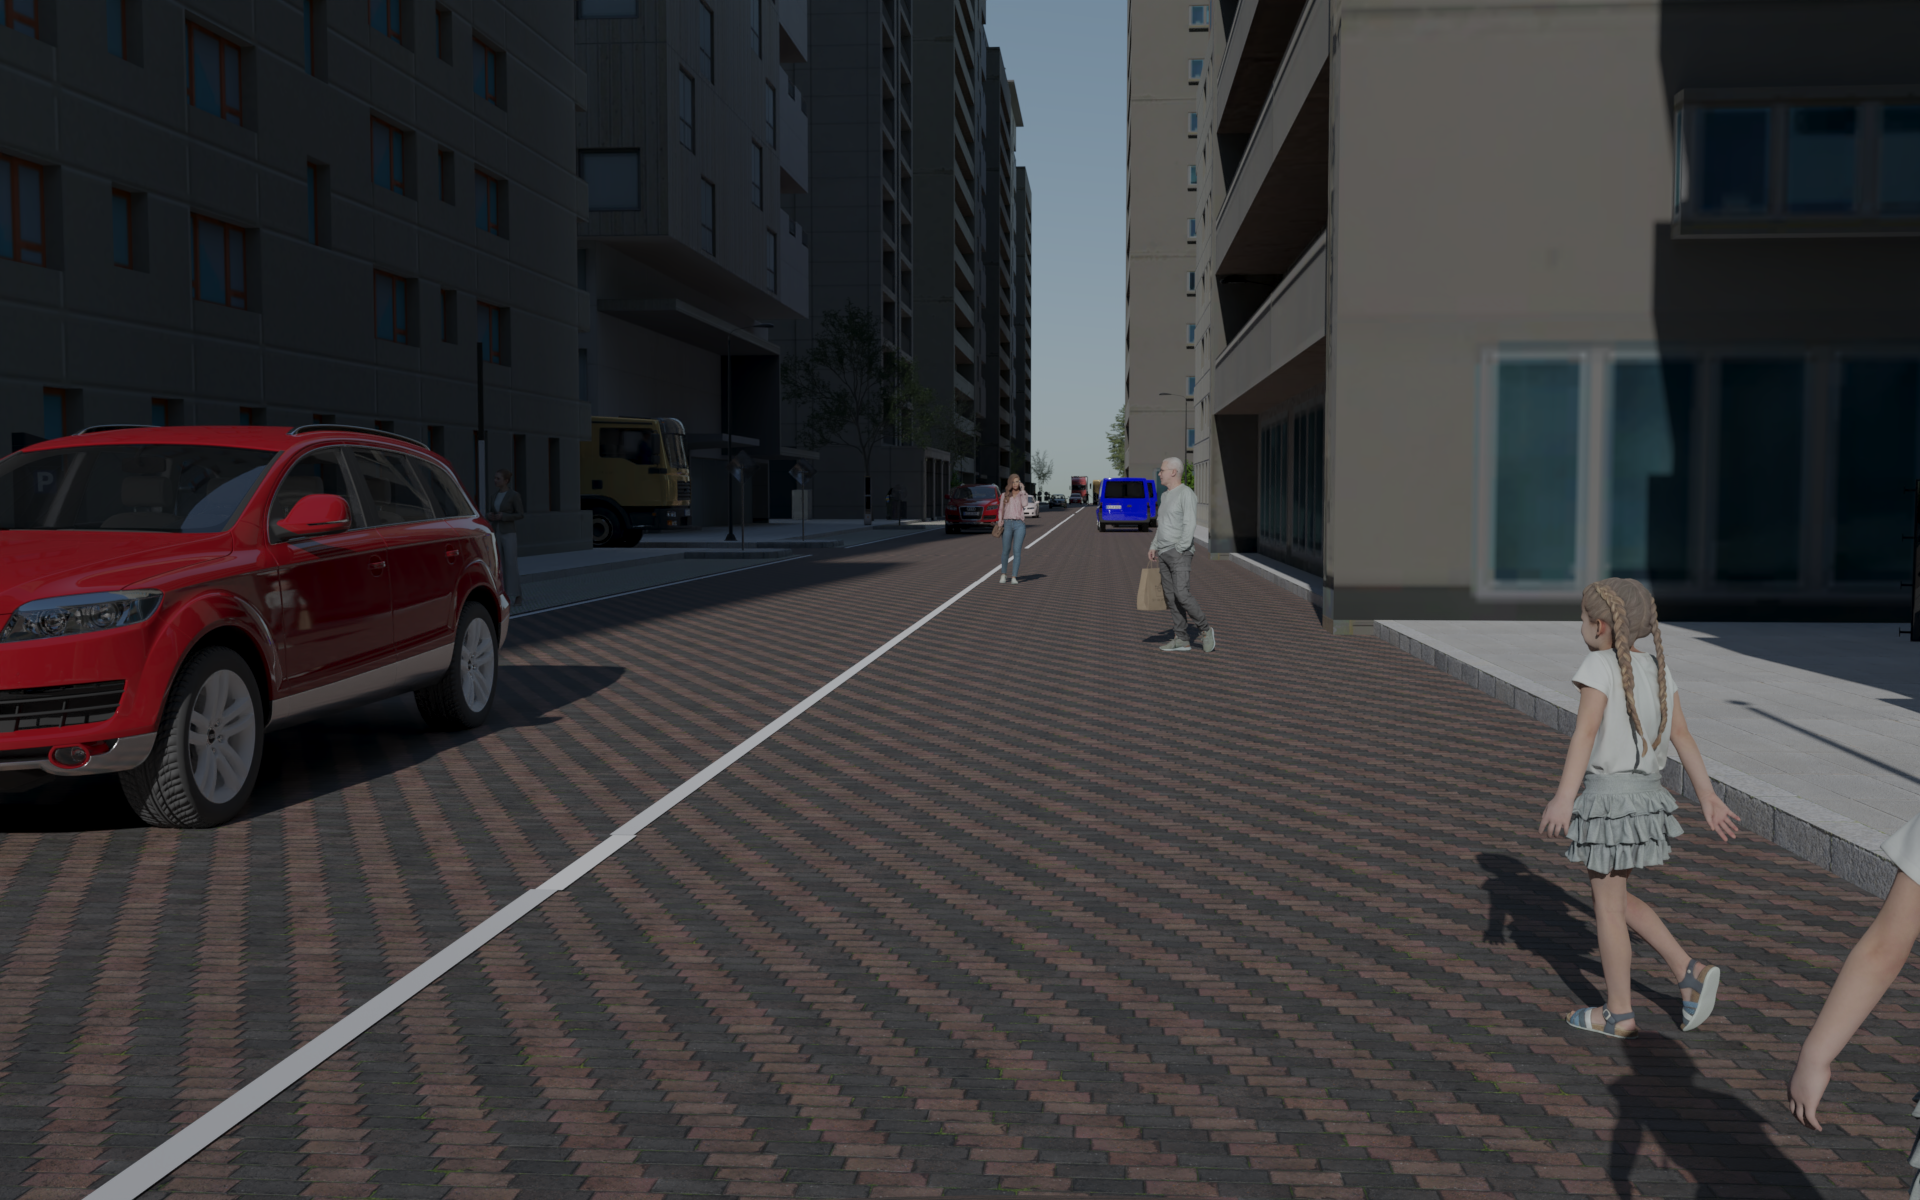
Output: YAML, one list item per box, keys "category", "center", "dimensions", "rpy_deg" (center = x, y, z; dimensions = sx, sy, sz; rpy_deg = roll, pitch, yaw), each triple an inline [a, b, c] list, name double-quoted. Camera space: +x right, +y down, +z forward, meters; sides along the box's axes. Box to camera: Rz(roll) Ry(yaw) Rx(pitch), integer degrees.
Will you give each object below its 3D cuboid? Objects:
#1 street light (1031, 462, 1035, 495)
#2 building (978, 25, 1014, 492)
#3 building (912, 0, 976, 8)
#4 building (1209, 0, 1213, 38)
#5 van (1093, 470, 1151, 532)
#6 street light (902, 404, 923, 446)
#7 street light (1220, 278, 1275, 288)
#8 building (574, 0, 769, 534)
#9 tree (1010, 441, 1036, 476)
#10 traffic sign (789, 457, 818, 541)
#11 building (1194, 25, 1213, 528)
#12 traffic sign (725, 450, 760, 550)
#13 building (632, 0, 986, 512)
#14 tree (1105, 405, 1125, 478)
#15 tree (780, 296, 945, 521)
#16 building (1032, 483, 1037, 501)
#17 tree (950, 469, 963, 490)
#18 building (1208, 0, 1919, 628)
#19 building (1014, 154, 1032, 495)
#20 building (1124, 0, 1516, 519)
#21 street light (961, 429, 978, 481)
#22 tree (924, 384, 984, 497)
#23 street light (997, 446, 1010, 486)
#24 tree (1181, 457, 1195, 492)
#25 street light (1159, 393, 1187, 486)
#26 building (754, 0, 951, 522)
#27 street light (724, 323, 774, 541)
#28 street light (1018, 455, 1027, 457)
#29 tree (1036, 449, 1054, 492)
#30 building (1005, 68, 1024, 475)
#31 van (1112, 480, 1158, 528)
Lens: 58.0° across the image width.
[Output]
- category: "street light"
  center: [10.765, -16.865, 248.275]
  dimensions: [1.470, 5.913, 1.316]
  rpy_deg: [0, 4, 5]
- category: "building"
  center: [-5.867, -34.153, 182.108]
  dimensions: [21.300, 48.544, 21.600]
  rpy_deg: [0, 4, 5]
- category: "building"
  center: [-10.195, -31.167, 133.288]
  dimensions: [21.300, 48.544, 21.600]
  rpy_deg: [0, 4, 5]
- category: "building"
  center: [19.338, -26.501, 83.399]
  dimensions: [14.600, 45.320, 14.200]
  rpy_deg: [0, 4, 5]
- category: "van"
  center: [6.250, -3.807, 66.621]
  dimensions: [2.240, 2.365, 5.245]
  rpy_deg: [0, 4, 3]
- category: "street light"
  center: [-2.406, -7.138, 89.252]
  dimensions: [1.470, 5.913, 1.316]
  rpy_deg: [0, 4, 5]
- category: "street light"
  center: [6.291, -3.963, 37.334]
  dimensions: [1.470, 5.913, 1.316]
  rpy_deg: [0, 4, 5]
- category: "building"
  center: [-20.599, -28.932, 62.272]
  dimensions: [28.713, 52.752, 27.495]
  rpy_deg: [0, 4, 5]
- category: "tree"
  center: [5.285, -15.224, 199.272]
  dimensions: [4.737, 8.622, 4.395]
  rpy_deg: [0, 3, 0]
- category: "traffic sign"
  center: [-4.283, -2.670, 47.302]
  dimensions: [0.795, 2.450, 0.064]
  rpy_deg: [0, 4, 5]
- category: "building"
  center: [23.453, -13.154, 60.107]
  dimensions: [28.899, 21.520, 27.650]
  rpy_deg: [0, 4, 5]
- category: "traffic sign"
  center: [-4.937, -2.184, 39.343]
  dimensions: [0.795, 2.450, 0.064]
  rpy_deg: [0, 4, 5]
- category: "building"
  center: [-11.720, -34.779, 157.868]
  dimensions: [28.713, 52.752, 27.495]
  rpy_deg: [0, 4, 5]
- category: "tree"
  center: [20.586, -17.516, 204.506]
  dimensions: [7.486, 12.596, 7.792]
  rpy_deg: [0, 3, 0]
- category: "tree"
  center: [-4.399, -9.009, 81.717]
  dimensions: [8.767, 10.594, 7.601]
  rpy_deg: [-3, 5, -39]
- category: "building"
  center: [-4.473, -35.197, 267.349]
  dimensions: [32.217, 40.220, 23.993]
  rpy_deg: [0, 4, 5]
- category: "tree"
  center: [-0.457, -7.777, 121.757]
  dimensions: [1.663, 3.219, 1.824]
  rpy_deg: [0, 3, 0]
- category: "building"
  center: [15.278, -24.590, 25.747]
  dimensions: [21.300, 48.544, 21.600]
  rpy_deg: [0, 4, 5]
- category: "building"
  center: [-1.022, -37.932, 243.897]
  dimensions: [21.300, 48.544, 21.600]
  rpy_deg: [0, 4, 5]
- category: "building"
  center: [21.317, -29.687, 109.077]
  dimensions: [21.300, 48.544, 21.600]
  rpy_deg: [0, 4, 5]
- category: "street light"
  center: [0.624, -9.275, 124.193]
  dimensions: [1.470, 5.913, 1.316]
  rpy_deg: [0, 4, 5]
- category: "tree"
  center: [-0.601, -10.152, 116.355]
  dimensions: [4.360, 8.622, 3.978]
  rpy_deg: [0, 3, 0]
- category: "street light"
  center: [4.089, -11.822, 165.829]
  dimensions: [1.470, 5.913, 1.316]
  rpy_deg: [0, 4, 5]
- category: "tree"
  center: [13.029, -6.388, 99.044]
  dimensions: [1.663, 3.219, 1.824]
  rpy_deg: [0, 3, 0]
- category: "street light"
  center: [9.809, -6.536, 79.408]
  dimensions: [1.470, 5.913, 1.316]
  rpy_deg: [0, 4, 5]
- category: "building"
  center: [-11.120, -40.292, 97.026]
  dimensions: [20.563, 71.187, 20.611]
  rpy_deg: [0, 4, 5]
- category: "street light"
  center: [-5.753, -4.573, 47.307]
  dimensions: [1.470, 5.913, 1.316]
  rpy_deg: [0, 4, 5]
- category: "street light"
  center: [7.316, -14.318, 206.637]
  dimensions: [1.470, 5.913, 1.316]
  rpy_deg: [0, 4, 5]
- category: "tree"
  center: [13.188, -20.252, 281.476]
  dimensions: [4.737, 8.622, 4.395]
  rpy_deg: [0, 3, 0]
- category: "building"
  center: [-6.829, -38.558, 219.660]
  dimensions: [28.713, 52.752, 27.495]
  rpy_deg: [0, 4, 5]
- category: "van"
  center: [7.568, -4.349, 75.483]
  dimensions: [2.240, 2.365, 5.245]
  rpy_deg: [0, 4, 4]
